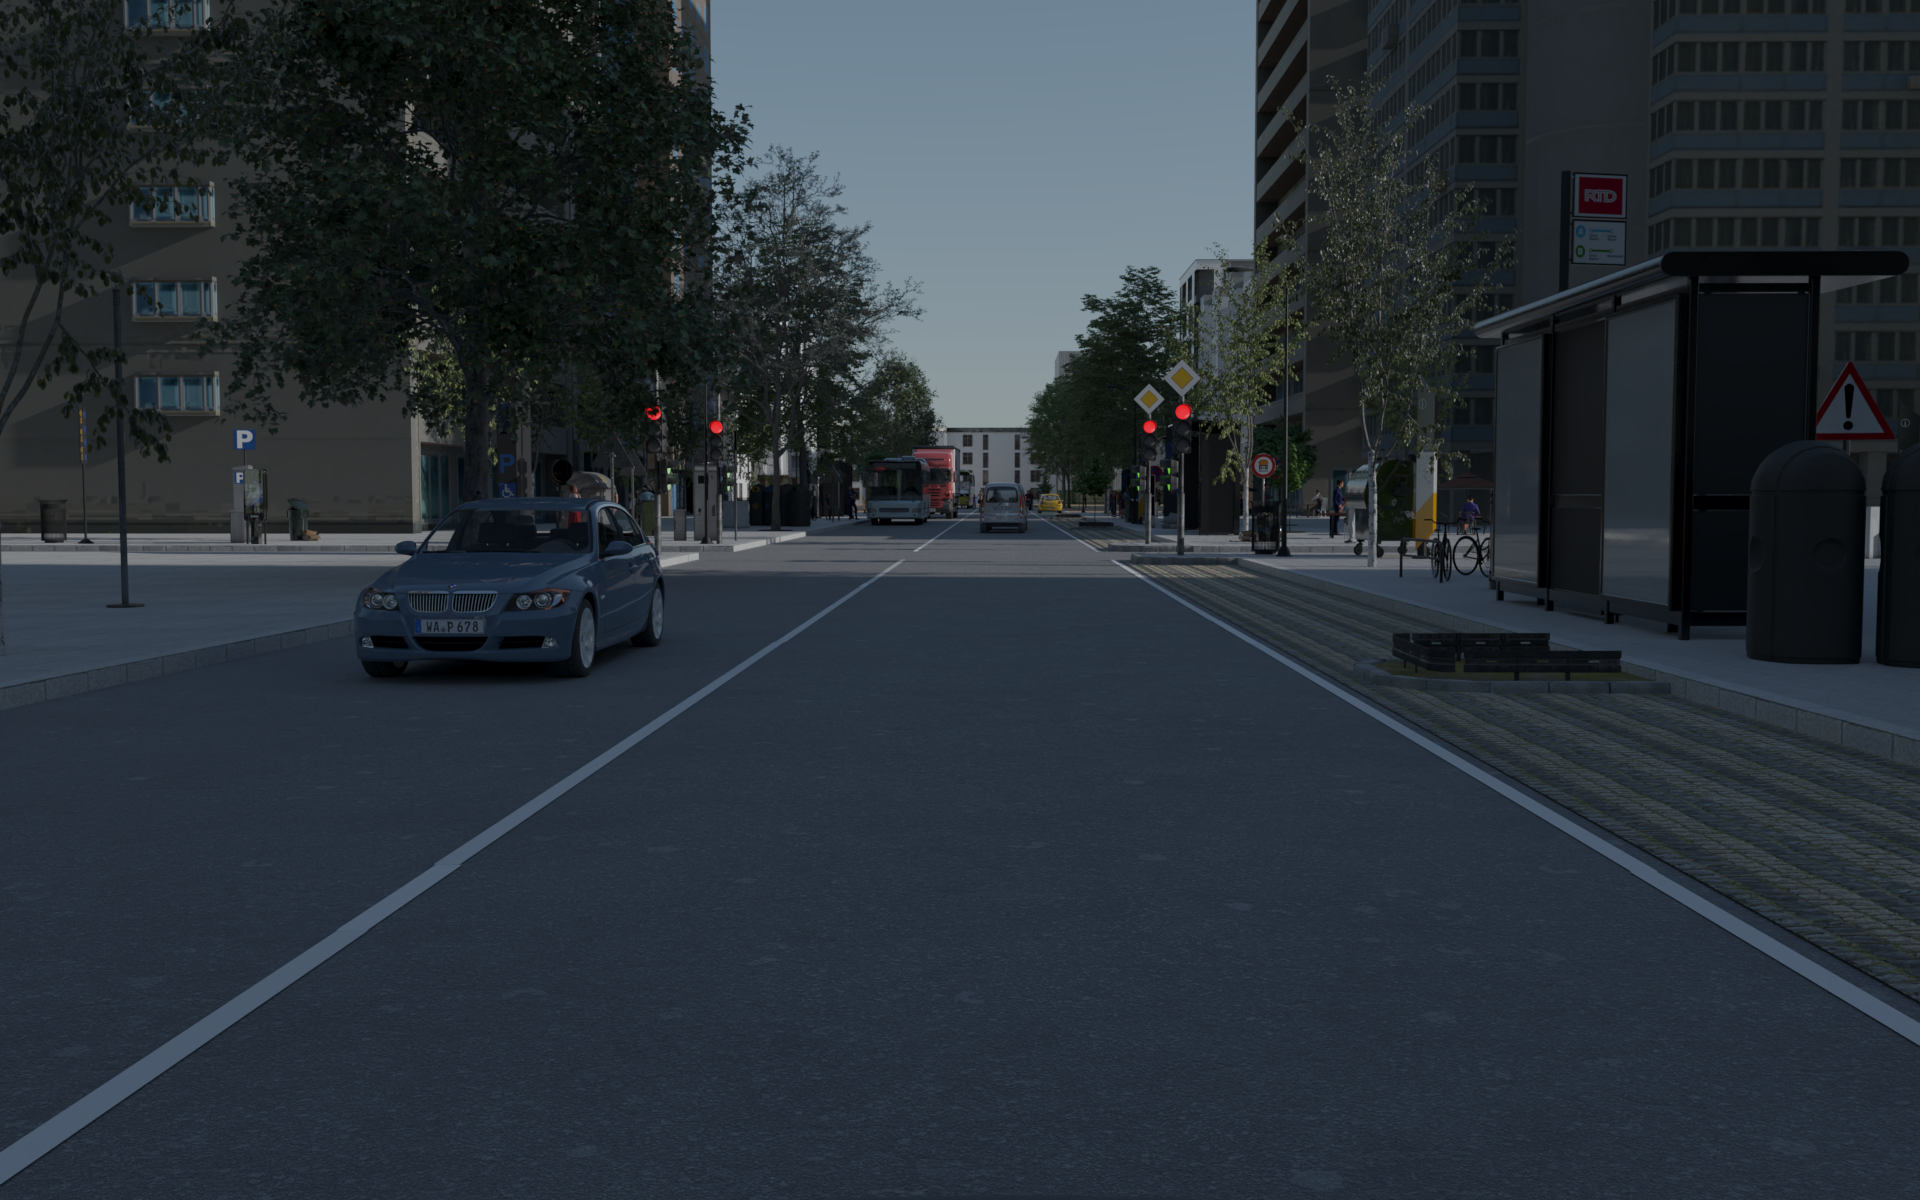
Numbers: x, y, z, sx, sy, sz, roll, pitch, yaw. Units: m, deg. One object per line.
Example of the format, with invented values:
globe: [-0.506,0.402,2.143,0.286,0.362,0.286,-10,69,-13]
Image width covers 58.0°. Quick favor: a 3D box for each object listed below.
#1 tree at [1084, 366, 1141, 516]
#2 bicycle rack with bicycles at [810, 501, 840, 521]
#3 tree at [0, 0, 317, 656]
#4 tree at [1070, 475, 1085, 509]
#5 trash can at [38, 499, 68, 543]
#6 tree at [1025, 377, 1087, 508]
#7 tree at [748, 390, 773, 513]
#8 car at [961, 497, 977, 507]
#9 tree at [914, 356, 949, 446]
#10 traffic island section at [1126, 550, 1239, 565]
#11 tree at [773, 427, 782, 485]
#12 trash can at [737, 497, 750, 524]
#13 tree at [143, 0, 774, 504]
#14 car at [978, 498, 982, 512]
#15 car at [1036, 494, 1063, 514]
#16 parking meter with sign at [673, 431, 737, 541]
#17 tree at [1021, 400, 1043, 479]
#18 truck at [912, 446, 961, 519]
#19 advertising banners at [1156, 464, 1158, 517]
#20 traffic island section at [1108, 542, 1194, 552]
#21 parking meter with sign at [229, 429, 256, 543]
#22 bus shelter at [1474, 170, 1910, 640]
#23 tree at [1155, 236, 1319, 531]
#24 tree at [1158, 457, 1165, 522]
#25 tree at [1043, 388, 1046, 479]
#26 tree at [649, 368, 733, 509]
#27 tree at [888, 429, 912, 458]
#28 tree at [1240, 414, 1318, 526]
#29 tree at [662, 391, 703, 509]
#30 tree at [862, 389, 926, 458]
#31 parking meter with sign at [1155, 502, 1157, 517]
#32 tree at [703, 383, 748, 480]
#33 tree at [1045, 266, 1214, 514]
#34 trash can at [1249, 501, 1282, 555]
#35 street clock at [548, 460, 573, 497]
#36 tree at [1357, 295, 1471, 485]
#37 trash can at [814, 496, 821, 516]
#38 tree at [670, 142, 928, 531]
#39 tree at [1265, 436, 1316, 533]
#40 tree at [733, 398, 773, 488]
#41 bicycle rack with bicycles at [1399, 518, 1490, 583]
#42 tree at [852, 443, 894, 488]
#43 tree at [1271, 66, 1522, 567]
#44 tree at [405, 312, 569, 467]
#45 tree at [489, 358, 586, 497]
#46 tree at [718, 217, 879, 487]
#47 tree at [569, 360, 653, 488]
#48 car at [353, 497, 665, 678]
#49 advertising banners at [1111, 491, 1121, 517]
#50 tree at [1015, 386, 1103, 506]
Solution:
tree: [8.865,-9.208,100.911,4.360,8.622,3.978,0,3,0]
bicycle rack with bicycles: [-6.888,-4.316,83.944,2.852,0.926,2.925,0,4,-5]
tree: [-7.420,-3.857,13.420,4.360,8.622,3.978,0,3,0]
tree: [10.099,-9.174,144.589,1.663,3.219,1.824,0,3,0]
trash can: [-23.763,-2.064,45.403,0.748,1.137,0.748,0,3,0]
tree: [9.568,-13.992,154.522,9.928,11.665,9.643,0,3,0]
tree: [-12.308,-9.139,99.793,4.737,8.622,4.395,0,3,0]
car: [0.922,-10.866,187.246,1.945,1.707,3.694,0,4,0]
tree: [-5.186,-13.570,138.871,9.611,12.733,9.660,0,3,0]
traffic island section: [4.643,-0.857,36.297,2.009,0.180,2.903,0,4,1]
tree: [-12.803,-9.670,108.461,4.360,8.622,3.978,0,3,0]
trash can: [-9.287,-3.855,74.685,0.748,1.137,0.748,0,3,0]
tree: [-7.498,-6.720,26.880,9.611,12.733,9.660,0,3,0]
car: [2.474,-7.695,137.616,2.131,1.459,4.920,0,4,3]
car: [6.542,-7.104,126.372,2.015,1.641,3.980,0,4,1]
parking meter with sign: [-6.993,-3.135,47.516,1.738,3.016,0.543,-1,4,-10]
tree: [9.564,-15.173,166.201,7.486,12.596,7.792,0,3,0]
truck: [-1.439,-6.935,102.304,2.839,4.237,11.283,0,4,2]
advertising banners: [10.449,-5.844,91.729,0.090,3.025,2.074,0,4,6]
traffic island section: [4.829,-1.345,44.279,2.009,0.180,2.903,0,4,1]
parking meter with sign: [-19.026,-3.034,45.869,0.543,3.016,1.738,-1,4,-15]
bus shelter: [7.224,-2.547,19.268,2.179,5.291,8.768,0,4,1]
tree: [7.872,-6.031,48.964,4.737,8.622,4.395,0,3,0]
tree: [9.697,-5.169,79.112,1.663,3.219,1.824,0,3,0]
tree: [9.925,-11.872,112.227,7.486,12.596,7.792,0,3,0]
tree: [-13.135,-8.029,81.631,4.360,8.622,3.978,0,3,0]
tree: [-5.112,-12.591,156.227,4.737,8.622,4.395,0,3,0]
tree: [13.158,-5.334,70.923,4.285,4.588,4.351,0,3,0]
tree: [-14.163,-7.685,76.007,4.737,8.622,4.395,0,3,0]
tree: [-4.776,-10.312,118.967,4.360,8.622,3.978,0,3,0]
parking meter with sign: [10.418,-6.122,96.349,0.543,3.016,1.738,-2,4,-28]
tree: [-13.945,-8.337,86.667,4.737,8.622,4.395,0,3,0]
tree: [8.840,-10.264,85.944,7.486,12.596,7.792,0,3,0]
trash can: [6.521,-1.545,36.919,0.748,1.137,0.748,0,3,0]
street clock: [-8.378,-1.944,36.362,0.471,2.002,0.358,-2,4,-35]
tree: [16.297,-6.909,63.327,4.737,8.622,4.395,0,3,0]
trash can: [-8.416,-5.526,102.004,0.748,1.137,0.748,0,3,0]
tree: [-6.283,-9.146,59.912,12.009,13.543,11.850,0,3,0]
tree: [10.820,-3.844,57.453,1.663,3.219,1.824,0,3,0]
tree: [-12.371,-8.768,93.713,4.360,8.622,3.978,0,3,0]
bicycle rack with bicycles: [7.873,-0.776,26.070,2.852,0.926,2.925,0,4,-3]
tree: [-5.398,-7.797,111.186,4.285,4.588,4.351,0,3,0]
tree: [7.302,-4.878,30.111,4.360,8.622,3.978,0,3,0]
tree: [-13.708,-6.000,48.457,4.737,8.622,4.395,0,3,0]
tree: [-15.183,-6.786,61.309,4.360,8.622,3.978,0,3,0]
tree: [-6.861,-9.373,71.377,7.486,12.596,7.792,0,3,0]
tree: [-14.714,-7.321,70.055,4.737,8.622,4.395,0,3,0]
car: [-3.735,-0.187,15.064,2.014,1.417,4.499,0,4,2]
advertising banners: [8.981,-6.133,96.468,0.090,3.025,2.074,-2,4,-26]
tree: [11.152,-17.038,188.937,12.009,13.543,11.850,0,3,0]
